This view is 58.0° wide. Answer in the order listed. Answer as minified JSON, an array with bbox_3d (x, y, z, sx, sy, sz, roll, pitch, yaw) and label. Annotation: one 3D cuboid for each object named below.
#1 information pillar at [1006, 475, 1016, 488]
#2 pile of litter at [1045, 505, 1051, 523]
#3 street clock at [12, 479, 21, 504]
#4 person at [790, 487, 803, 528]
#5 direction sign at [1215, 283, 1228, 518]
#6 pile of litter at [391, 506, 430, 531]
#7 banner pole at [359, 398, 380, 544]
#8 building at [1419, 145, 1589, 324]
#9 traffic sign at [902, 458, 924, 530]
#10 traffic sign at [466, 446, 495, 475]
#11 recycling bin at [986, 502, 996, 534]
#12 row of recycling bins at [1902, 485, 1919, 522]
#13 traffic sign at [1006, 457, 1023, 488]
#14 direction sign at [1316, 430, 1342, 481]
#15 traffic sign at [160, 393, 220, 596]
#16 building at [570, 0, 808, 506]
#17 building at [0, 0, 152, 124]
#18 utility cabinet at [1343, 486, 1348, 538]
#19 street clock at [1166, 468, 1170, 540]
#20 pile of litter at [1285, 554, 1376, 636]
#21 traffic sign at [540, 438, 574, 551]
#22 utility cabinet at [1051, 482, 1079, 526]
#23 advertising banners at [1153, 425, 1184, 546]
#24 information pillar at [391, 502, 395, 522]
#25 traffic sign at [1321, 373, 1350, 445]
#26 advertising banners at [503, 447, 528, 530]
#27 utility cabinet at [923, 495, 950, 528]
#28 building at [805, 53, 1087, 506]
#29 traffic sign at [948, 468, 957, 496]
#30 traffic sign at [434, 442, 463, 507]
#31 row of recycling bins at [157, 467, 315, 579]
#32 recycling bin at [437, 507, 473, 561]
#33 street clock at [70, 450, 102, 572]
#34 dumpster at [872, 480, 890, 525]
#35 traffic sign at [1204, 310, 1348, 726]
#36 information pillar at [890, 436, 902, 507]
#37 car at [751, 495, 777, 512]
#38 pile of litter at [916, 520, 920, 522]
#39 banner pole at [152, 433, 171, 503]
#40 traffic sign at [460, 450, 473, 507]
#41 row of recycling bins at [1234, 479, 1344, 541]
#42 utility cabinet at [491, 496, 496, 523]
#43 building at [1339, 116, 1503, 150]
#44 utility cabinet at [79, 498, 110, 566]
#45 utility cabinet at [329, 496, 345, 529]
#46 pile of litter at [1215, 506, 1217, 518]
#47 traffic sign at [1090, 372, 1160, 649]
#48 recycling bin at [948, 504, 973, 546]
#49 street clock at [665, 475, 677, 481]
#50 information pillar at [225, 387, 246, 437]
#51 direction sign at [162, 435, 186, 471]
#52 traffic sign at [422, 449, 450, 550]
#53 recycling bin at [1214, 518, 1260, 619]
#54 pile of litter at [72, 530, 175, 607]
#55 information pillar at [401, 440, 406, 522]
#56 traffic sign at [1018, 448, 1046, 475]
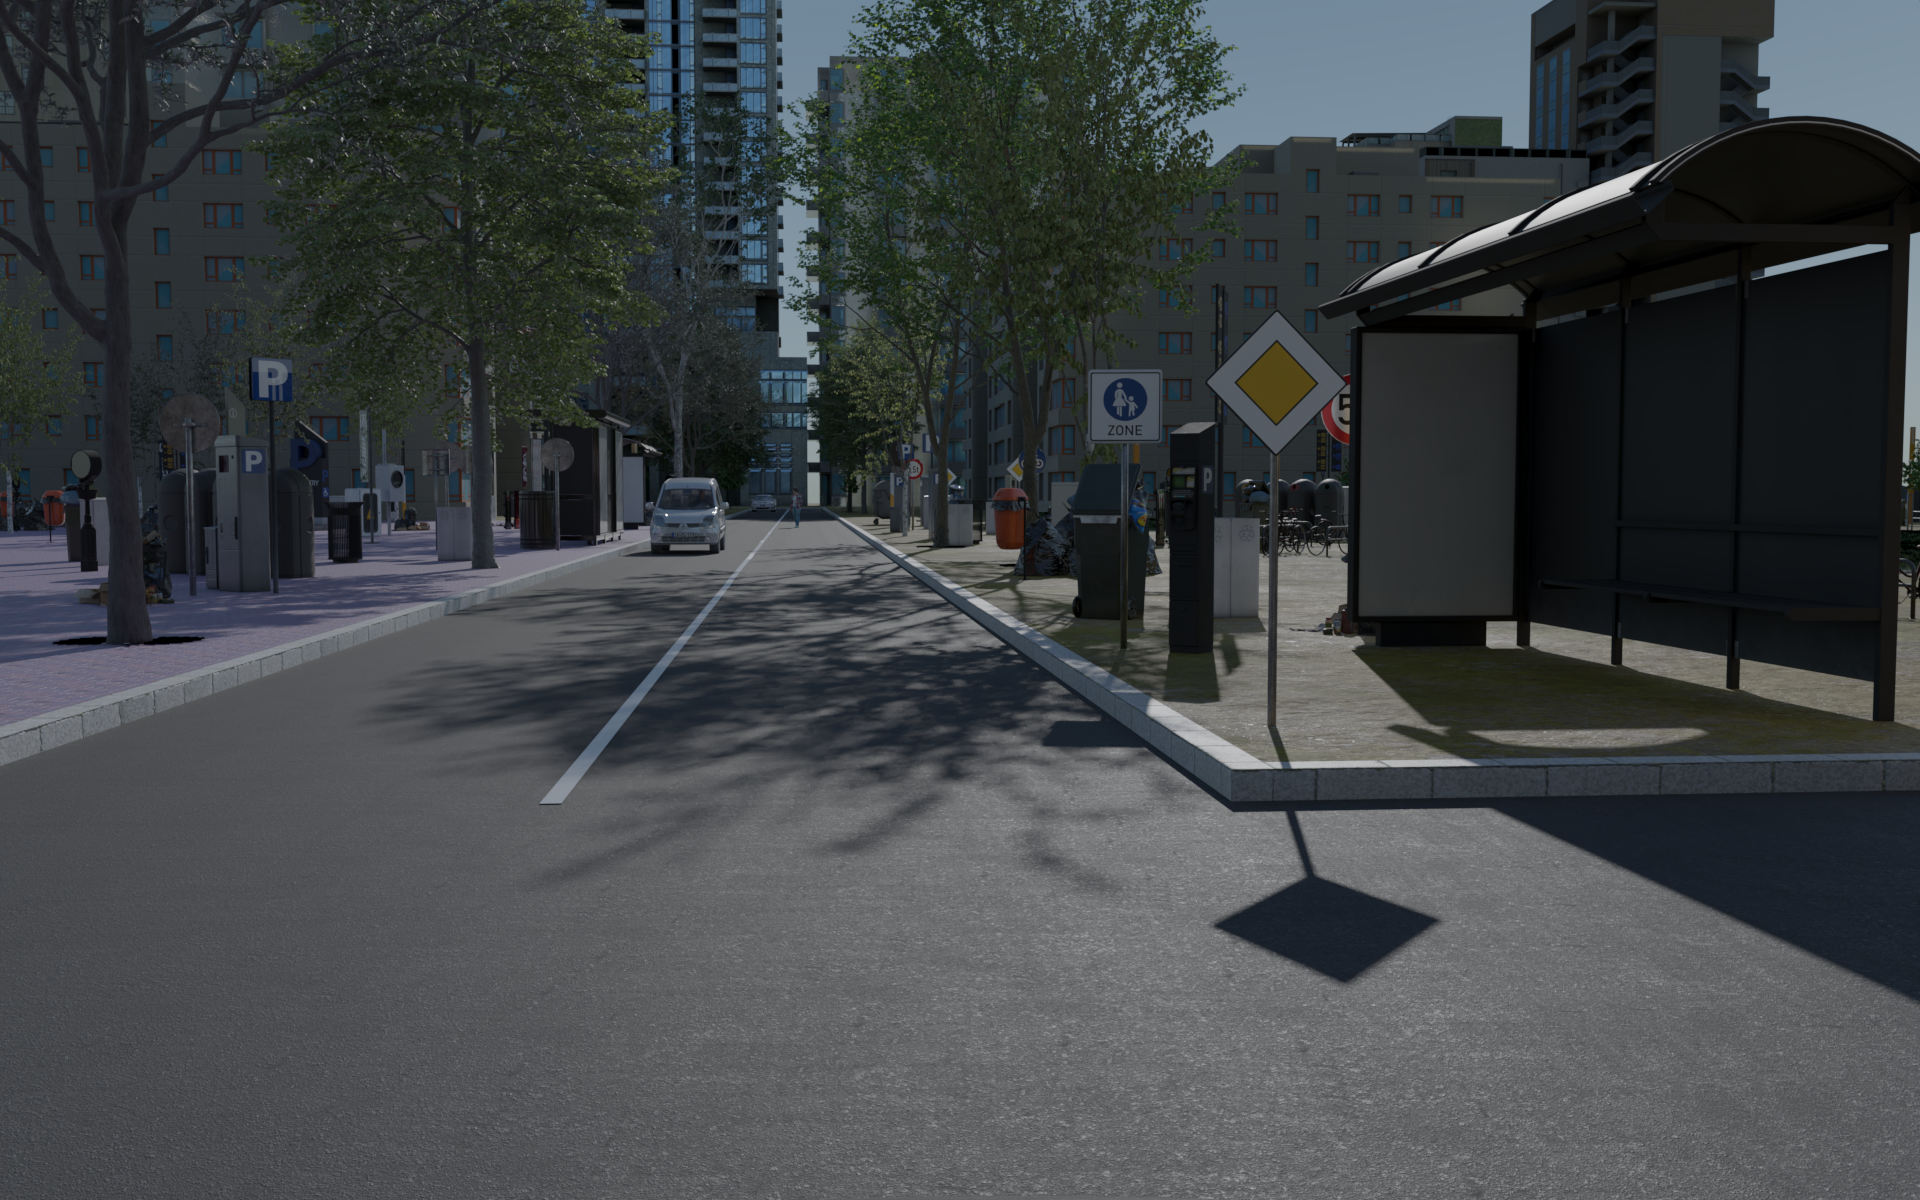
[{"bbox_3d":[1.992,-3.851,67.456,0.304,2.012,0.304,-3,5,-39],"label":"information pillar"},{"bbox_3d":[4.095,-3.531,71.702,1.176,0.858,1.719,2,4,34],"label":"pile of litter"},{"bbox_3d":[-39.705,-4.180,72.905,0.358,2.002,0.471,-1,4,-16],"label":"street clock"},{"bbox_3d":[-6.963,-3.948,73.893,0.563,1.720,0.643,2,4,29],"label":"person"},{"bbox_3d":[2.878,-1.659,19.123,0.379,3.537,0.876,1,4,15],"label":"direction sign"},{"bbox_3d":[-19.161,-2.869,60.869,1.719,0.858,1.176,-2,4,-30],"label":"pile of litter"},{"bbox_3d":[-15.438,-3.368,45.091,0.401,3.779,0.863,-3,5,-43],"label":"banner pole"},{"bbox_3d":[43.574,-22.977,147.382,14.107,30.474,14.160,0,4,-5],"label":"building"},{"bbox_3d":[-1.668,-3.744,61.318,0.768,2.556,0.104,0,4,1],"label":"traffic sign"},{"bbox_3d":[-10.187,-2.120,36.798,0.606,2.300,0.079,0,4,1],"label":"traffic sign"},{"bbox_3d":[1.261,-2.634,55.614,0.722,1.027,0.722,1,4,15],"label":"recycling bin"},{"bbox_3d":[43.997,-4.432,79.574,1.069,1.692,3.534,0,4,-4],"label":"row of recycling bins"},{"bbox_3d":[1.809,-3.163,52.907,0.795,2.450,0.064,0,4,1],"label":"traffic sign"},{"bbox_3d":[12.944,-4.209,60.817,0.876,3.537,0.379,0,4,-1],"label":"direction sign"},{"bbox_3d":[-9.691,-1.327,21.808,0.768,2.556,0.104,0,4,1],"label":"traffic sign"},{"bbox_3d":[-32.182,-53.424,186.146,31.000,86.520,22.319,0,4,-5],"label":"building"},{"bbox_3d":[-84.730,-36.462,185.393,27.495,52.752,28.713,0,4,-5],"label":"building"},{"bbox_3d":[11.489,-2.515,49.793,1.173,1.500,0.318,0,4,5],"label":"utility cabinet"},{"bbox_3d":[5.882,-2.647,47.853,0.358,2.002,0.471,-1,4,-16],"label":"street clock"},{"bbox_3d":[3.904,-0.123,15.972,1.176,0.858,1.719,-3,4,-38],"label":"pile of litter"},{"bbox_3d":[-9.144,-2.398,39.318,0.768,2.556,0.104,0,4,-1],"label":"traffic sign"},{"bbox_3d":[2.213,-1.444,32.287,0.318,1.500,1.173,-3,4,-39],"label":"utility cabinet"},{"bbox_3d":[5.356,-2.893,43.489,0.090,3.025,2.074,2,4,33],"label":"advertising banners"},{"bbox_3d":[-26.435,-4.646,80.447,0.304,2.012,0.304,-3,5,-41],"label":"information pillar"},{"bbox_3d":[4.166,-1.110,18.249,0.768,2.556,0.104,0,4,0],"label":"traffic sign"},{"bbox_3d":[-16.265,-4.117,63.499,0.090,3.025,2.074,1,4,11],"label":"advertising banners"},{"bbox_3d":[-0.882,-3.260,64.459,1.020,1.237,0.306,3,4,36],"label":"utility cabinet"},{"bbox_3d":[-1.633,-34.926,190.640,30.456,49.044,23.786,0,4,-5],"label":"building"},{"bbox_3d":[-0.531,-4.636,76.988,0.795,2.450,0.064,0,4,-4],"label":"traffic sign"},{"bbox_3d":[-12.445,-2.565,42.038,0.768,2.556,0.104,0,4,-3],"label":"traffic sign"},{"bbox_3d":[-11.477,-1.238,27.350,3.534,1.692,1.069,2,4,35],"label":"row of recycling bins"},{"bbox_3d":[-9.657,-1.287,33.590,0.722,1.027,0.722,1,4,9],"label":"recycling bin"},{"bbox_3d":[-14.440,-1.474,28.667,0.471,2.002,0.358,2,4,23],"label":"street clock"},{"bbox_3d":[-3.039,-4.118,73.093,1.264,1.857,1.865,0,4,-5],"label":"dumpster"},{"bbox_3d":[1.725,-0.360,9.537,0.795,2.450,0.064,0,4,-5],"label":"traffic sign"},{"bbox_3d":[-2.470,-4.660,67.549,0.504,3.616,0.183,-1,4,-17],"label":"information pillar"},{"bbox_3d":[-15.854,-7.813,140.101,2.083,1.381,4.827,0,4,-3],"label":"car"},{"bbox_3d":[-1.303,-4.022,79.730,1.176,0.858,1.719,-2,4,-32],"label":"pile of litter"},{"bbox_3d":[-32.599,-4.933,70.676,0.863,3.779,0.401,-2,4,-32],"label":"banner pole"},{"bbox_3d":[-12.874,-2.787,45.673,0.768,2.556,0.104,0,4,-1],"label":"traffic sign"},{"bbox_3d":[9.272,-2.553,48.850,3.534,1.692,1.069,3,5,44],"label":"row of recycling bins"},{"bbox_3d":[-21.092,-4.073,77.749,0.306,1.237,1.020,0,4,-3],"label":"utility cabinet"},{"bbox_3d":[49.797,-30.995,190.370,14.086,41.232,14.154,0,4,-5],"label":"building"},{"bbox_3d":[-15.392,-1.228,31.234,0.306,1.237,1.020,1,4,10],"label":"utility cabinet"},{"bbox_3d":[-23.143,-3.267,64.571,1.020,1.237,0.306,2,4,26],"label":"utility cabinet"},{"bbox_3d":[9.712,-3.320,68.253,1.719,0.858,1.176,-3,4,-38],"label":"pile of litter"},{"bbox_3d":[1.360,-0.746,14.323,0.606,2.300,0.079,0,4,4],"label":"traffic sign"},{"bbox_3d":[-0.096,-1.856,42.897,0.722,1.027,0.722,-1,4,-10],"label":"recycling bin"},{"bbox_3d":[-10.860,-3.706,65.170,0.471,2.002,0.358,3,4,38],"label":"street clock"},{"bbox_3d":[-15.959,-2.864,38.189,0.183,3.616,0.504,2,4,25],"label":"information pillar"},{"bbox_3d":[-26.195,-4.035,57.973,0.876,3.537,0.379,-1,4,-21],"label":"direction sign"},{"bbox_3d":[-11.952,-2.288,39.534,0.606,2.300,0.079,0,4,-3],"label":"traffic sign"},{"bbox_3d":[2.671,-0.346,18.208,0.722,1.027,0.722,-1,4,-19],"label":"recycling bin"},{"bbox_3d":[-9.822,-0.392,20.379,1.176,0.858,1.719,-1,4,-10],"label":"pile of litter"},{"bbox_3d":[-24.211,-5.137,75.338,0.183,3.616,0.504,-2,4,-26],"label":"information pillar"},{"bbox_3d":[1.942,-2.855,46.787,0.768,2.556,0.104,0,4,-5],"label":"traffic sign"}]
